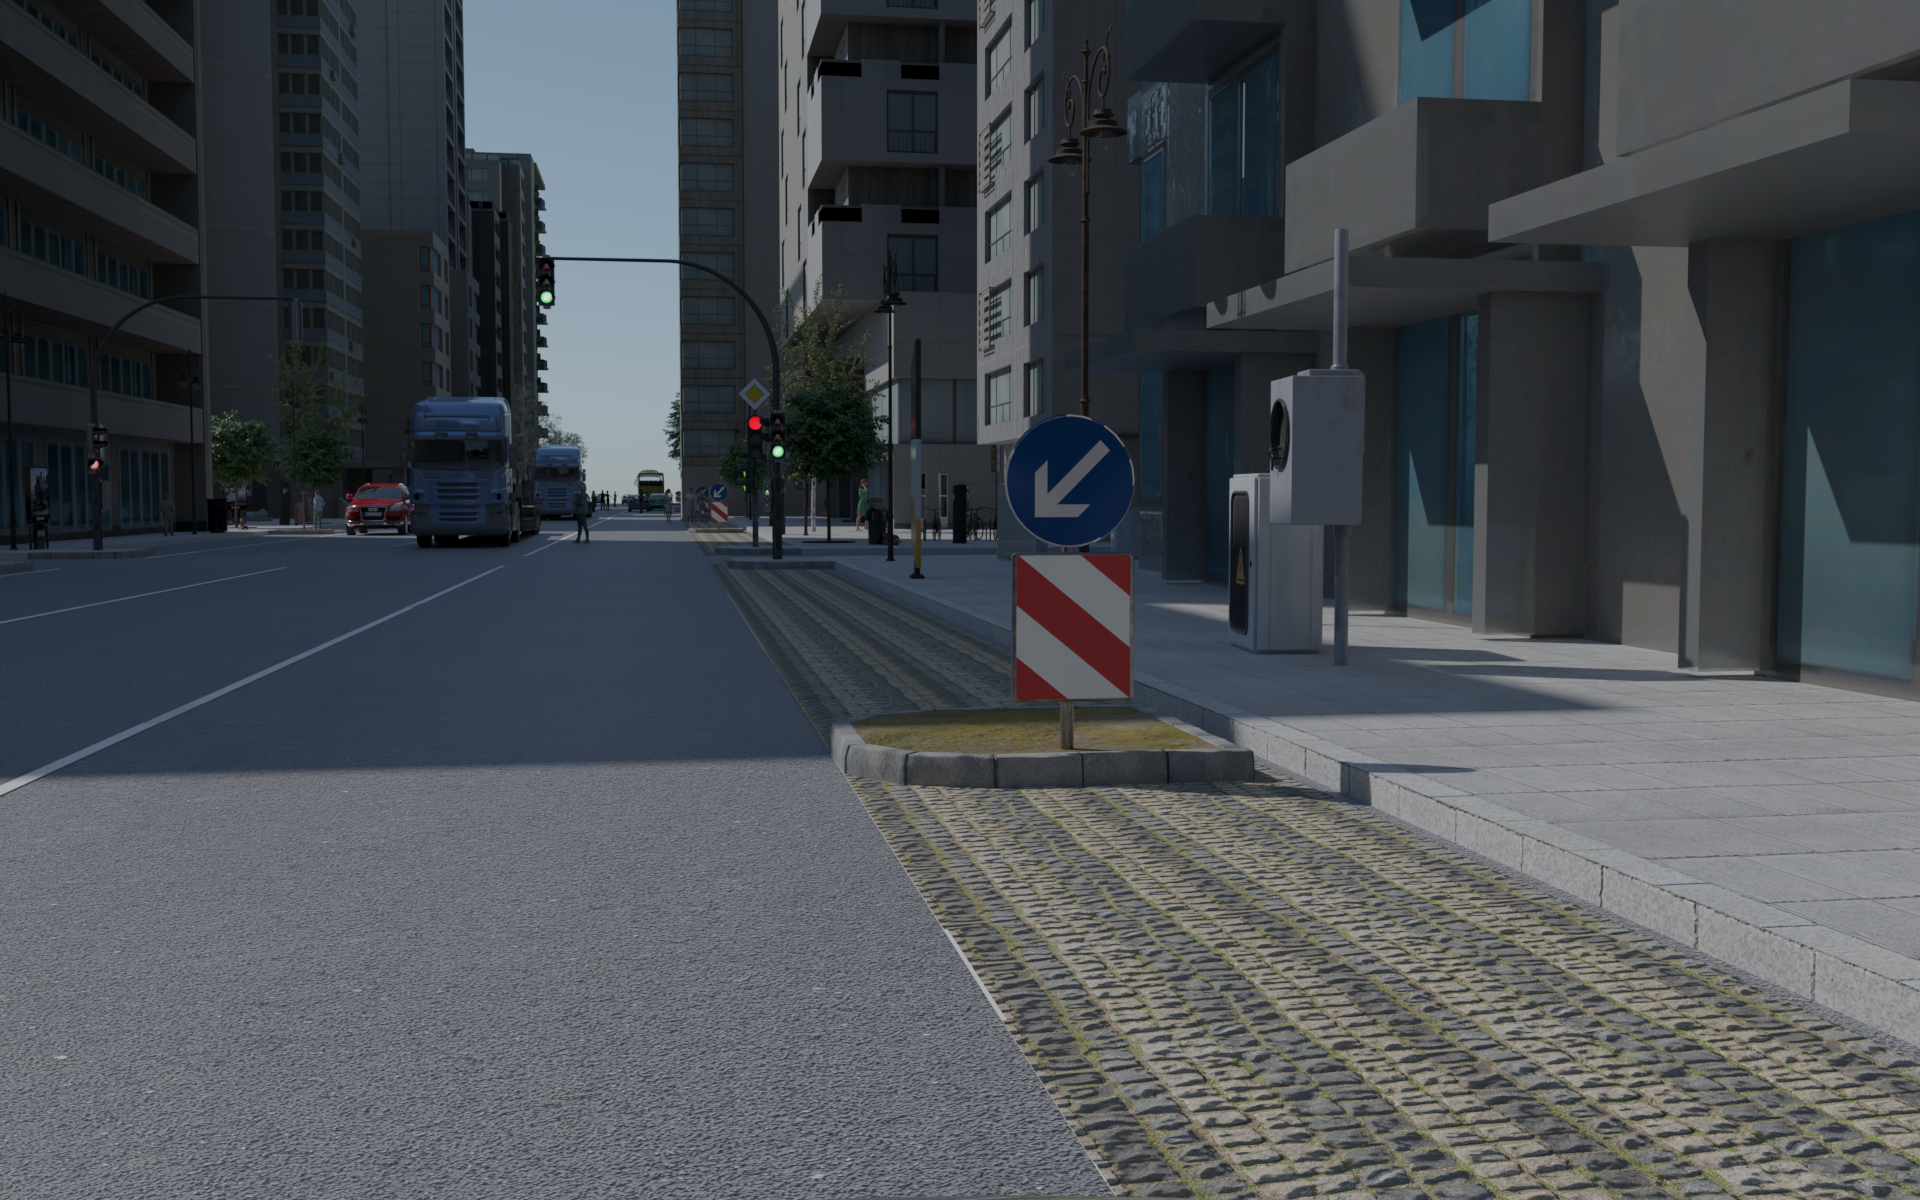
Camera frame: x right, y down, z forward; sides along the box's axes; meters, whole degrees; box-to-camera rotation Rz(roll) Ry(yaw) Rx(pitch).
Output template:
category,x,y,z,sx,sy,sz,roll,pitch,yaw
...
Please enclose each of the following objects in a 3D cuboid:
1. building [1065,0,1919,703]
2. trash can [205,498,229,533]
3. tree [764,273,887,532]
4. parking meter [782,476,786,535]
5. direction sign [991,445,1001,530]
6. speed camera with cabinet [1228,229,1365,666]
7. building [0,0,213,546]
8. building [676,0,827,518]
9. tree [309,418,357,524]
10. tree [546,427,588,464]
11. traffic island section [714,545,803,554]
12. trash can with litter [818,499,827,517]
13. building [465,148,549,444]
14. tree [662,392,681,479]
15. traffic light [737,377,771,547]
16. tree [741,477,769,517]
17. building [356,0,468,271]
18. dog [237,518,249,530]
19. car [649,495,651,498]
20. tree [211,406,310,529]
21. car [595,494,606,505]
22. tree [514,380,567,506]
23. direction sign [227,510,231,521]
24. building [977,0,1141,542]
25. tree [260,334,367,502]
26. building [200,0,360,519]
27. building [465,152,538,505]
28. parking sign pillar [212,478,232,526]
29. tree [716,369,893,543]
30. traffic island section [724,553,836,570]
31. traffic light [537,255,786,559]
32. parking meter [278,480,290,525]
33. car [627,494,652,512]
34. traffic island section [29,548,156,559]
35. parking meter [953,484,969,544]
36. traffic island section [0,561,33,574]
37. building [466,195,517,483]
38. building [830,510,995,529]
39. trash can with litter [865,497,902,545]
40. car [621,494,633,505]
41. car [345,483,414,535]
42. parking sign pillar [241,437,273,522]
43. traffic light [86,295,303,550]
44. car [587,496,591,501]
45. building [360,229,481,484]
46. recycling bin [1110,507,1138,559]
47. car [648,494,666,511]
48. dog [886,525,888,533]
category,x,y,z,sx,sy,sz,roll,pitch,yaw
building,14.602,-24.321,17.262,23.786,49.044,30.456,-1,4,-10
trash can,-24.443,-2.773,57.000,0.748,1.137,0.748,0,3,0
tree,-4.843,-6.639,58.906,4.737,8.622,4.395,0,3,0
parking meter,-5.691,-3.014,54.982,0.255,1.863,0.399,0,4,3
direction sign,1.287,-4.274,61.878,0.379,3.537,0.876,-1,4,-20
speed camera with cabinet,2.623,-1.185,13.708,0.660,3.252,2.038,0,4,-4
building,-34.455,-25.835,46.101,21.300,48.544,21.600,-1,4,-10
building,-10.236,-25.856,106.348,14.154,41.232,14.086,-1,4,-10
tree,-27.811,-5.566,74.720,4.285,4.588,4.351,0,3,0
tree,-61.487,-21.015,269.341,9.928,11.665,9.643,0,3,0
traffic island section,-4.932,-1.205,41.988,2.009,0.180,2.903,-1,4,-10
trash can with litter,-7.419,-5.225,96.823,0.624,1.170,1.055,2,4,31
building,-64.484,-34.664,221.385,22.147,44.769,28.867,-1,4,-10
tree,-29.748,-18.046,201.703,9.857,13.997,8.962,0,3,0
traffic light,-4.973,-3.238,41.867,0.839,4.253,0.868,-1,4,-10
tree,-11.872,-6.317,97.880,1.663,3.219,1.824,0,3,0
building,-51.567,-43.510,149.634,20.563,71.187,20.611,-1,4,-10
dog,-25.757,-2.711,62.062,0.550,0.427,0.748,0,4,-2
car,-27.105,-8.740,154.905,2.014,1.417,4.499,-1,4,-11
tree,-27.210,-4.971,64.990,4.285,4.588,4.351,0,3,0
car,-48.019,-13.536,230.116,1.959,1.807,4.718,-1,4,-10
tree,-47.310,-16.891,186.536,12.009,13.543,11.850,0,3,0
direction sign,-34.820,-5.522,82.281,0.379,3.537,0.876,3,4,39
building,8.482,-22.374,49.416,14.086,41.232,14.154,-1,4,-10
tree,-29.309,-7.836,78.487,4.737,8.622,4.395,0,3,0
building,-46.175,-24.549,93.256,32.217,40.220,23.993,-1,4,-10
building,-56.847,-31.649,201.049,14.154,41.232,14.086,-1,4,-10
parking sign pillar,-30.556,-5.032,70.737,1.447,3.967,1.447,-2,4,-35
tree,-3.523,-3.798,45.805,4.285,4.588,4.351,0,3,0
traffic island section,-3.584,-0.724,34.117,2.009,0.180,2.903,-1,4,-10
traffic light,-5.672,-3.599,33.505,4.771,5.953,1.251,-1,4,-10
parking meter,-27.797,-4.010,71.275,0.399,1.863,0.255,-3,5,-40
car,-26.284,-7.942,141.853,2.014,1.417,4.499,-1,4,-9
traffic island section,-19.660,-1.052,39.481,2.009,0.180,2.903,-1,4,-10
parking meter,-0.006,-2.235,44.949,0.372,1.533,0.369,0,3,0
traffic island section,-18.313,-0.571,31.610,2.009,0.180,2.903,-1,4,-10
building,-51.258,-24.288,168.814,14.160,30.474,14.107,-1,4,-10
building,6.178,-29.849,77.262,28.713,52.752,27.495,-1,4,-10
trash can with litter,-1.891,-1.976,43.692,1.055,1.170,0.624,3,5,44
car,-44.661,-13.528,233.183,2.014,1.417,4.499,-1,4,-10
car,-20.697,-3.265,62.054,2.281,1.827,5.304,-1,4,-12
parking sign pillar,-33.187,-5.694,81.566,1.447,3.967,1.447,0,4,7
traffic light,-17.572,-3.980,39.738,4.771,5.953,1.251,-1,4,-10
car,-44.974,-11.879,206.582,2.083,1.381,4.827,-1,4,-9
building,-50.636,-17.182,125.957,27.650,21.520,28.899,-1,4,-10
recycling bin,3.382,-1.331,34.312,0.722,1.027,0.722,0,4,-2
car,-26.136,-8.644,150.120,1.959,1.807,4.718,-1,4,-9
dog,-2.344,-2.200,53.703,0.748,0.427,0.550,-2,4,-26
